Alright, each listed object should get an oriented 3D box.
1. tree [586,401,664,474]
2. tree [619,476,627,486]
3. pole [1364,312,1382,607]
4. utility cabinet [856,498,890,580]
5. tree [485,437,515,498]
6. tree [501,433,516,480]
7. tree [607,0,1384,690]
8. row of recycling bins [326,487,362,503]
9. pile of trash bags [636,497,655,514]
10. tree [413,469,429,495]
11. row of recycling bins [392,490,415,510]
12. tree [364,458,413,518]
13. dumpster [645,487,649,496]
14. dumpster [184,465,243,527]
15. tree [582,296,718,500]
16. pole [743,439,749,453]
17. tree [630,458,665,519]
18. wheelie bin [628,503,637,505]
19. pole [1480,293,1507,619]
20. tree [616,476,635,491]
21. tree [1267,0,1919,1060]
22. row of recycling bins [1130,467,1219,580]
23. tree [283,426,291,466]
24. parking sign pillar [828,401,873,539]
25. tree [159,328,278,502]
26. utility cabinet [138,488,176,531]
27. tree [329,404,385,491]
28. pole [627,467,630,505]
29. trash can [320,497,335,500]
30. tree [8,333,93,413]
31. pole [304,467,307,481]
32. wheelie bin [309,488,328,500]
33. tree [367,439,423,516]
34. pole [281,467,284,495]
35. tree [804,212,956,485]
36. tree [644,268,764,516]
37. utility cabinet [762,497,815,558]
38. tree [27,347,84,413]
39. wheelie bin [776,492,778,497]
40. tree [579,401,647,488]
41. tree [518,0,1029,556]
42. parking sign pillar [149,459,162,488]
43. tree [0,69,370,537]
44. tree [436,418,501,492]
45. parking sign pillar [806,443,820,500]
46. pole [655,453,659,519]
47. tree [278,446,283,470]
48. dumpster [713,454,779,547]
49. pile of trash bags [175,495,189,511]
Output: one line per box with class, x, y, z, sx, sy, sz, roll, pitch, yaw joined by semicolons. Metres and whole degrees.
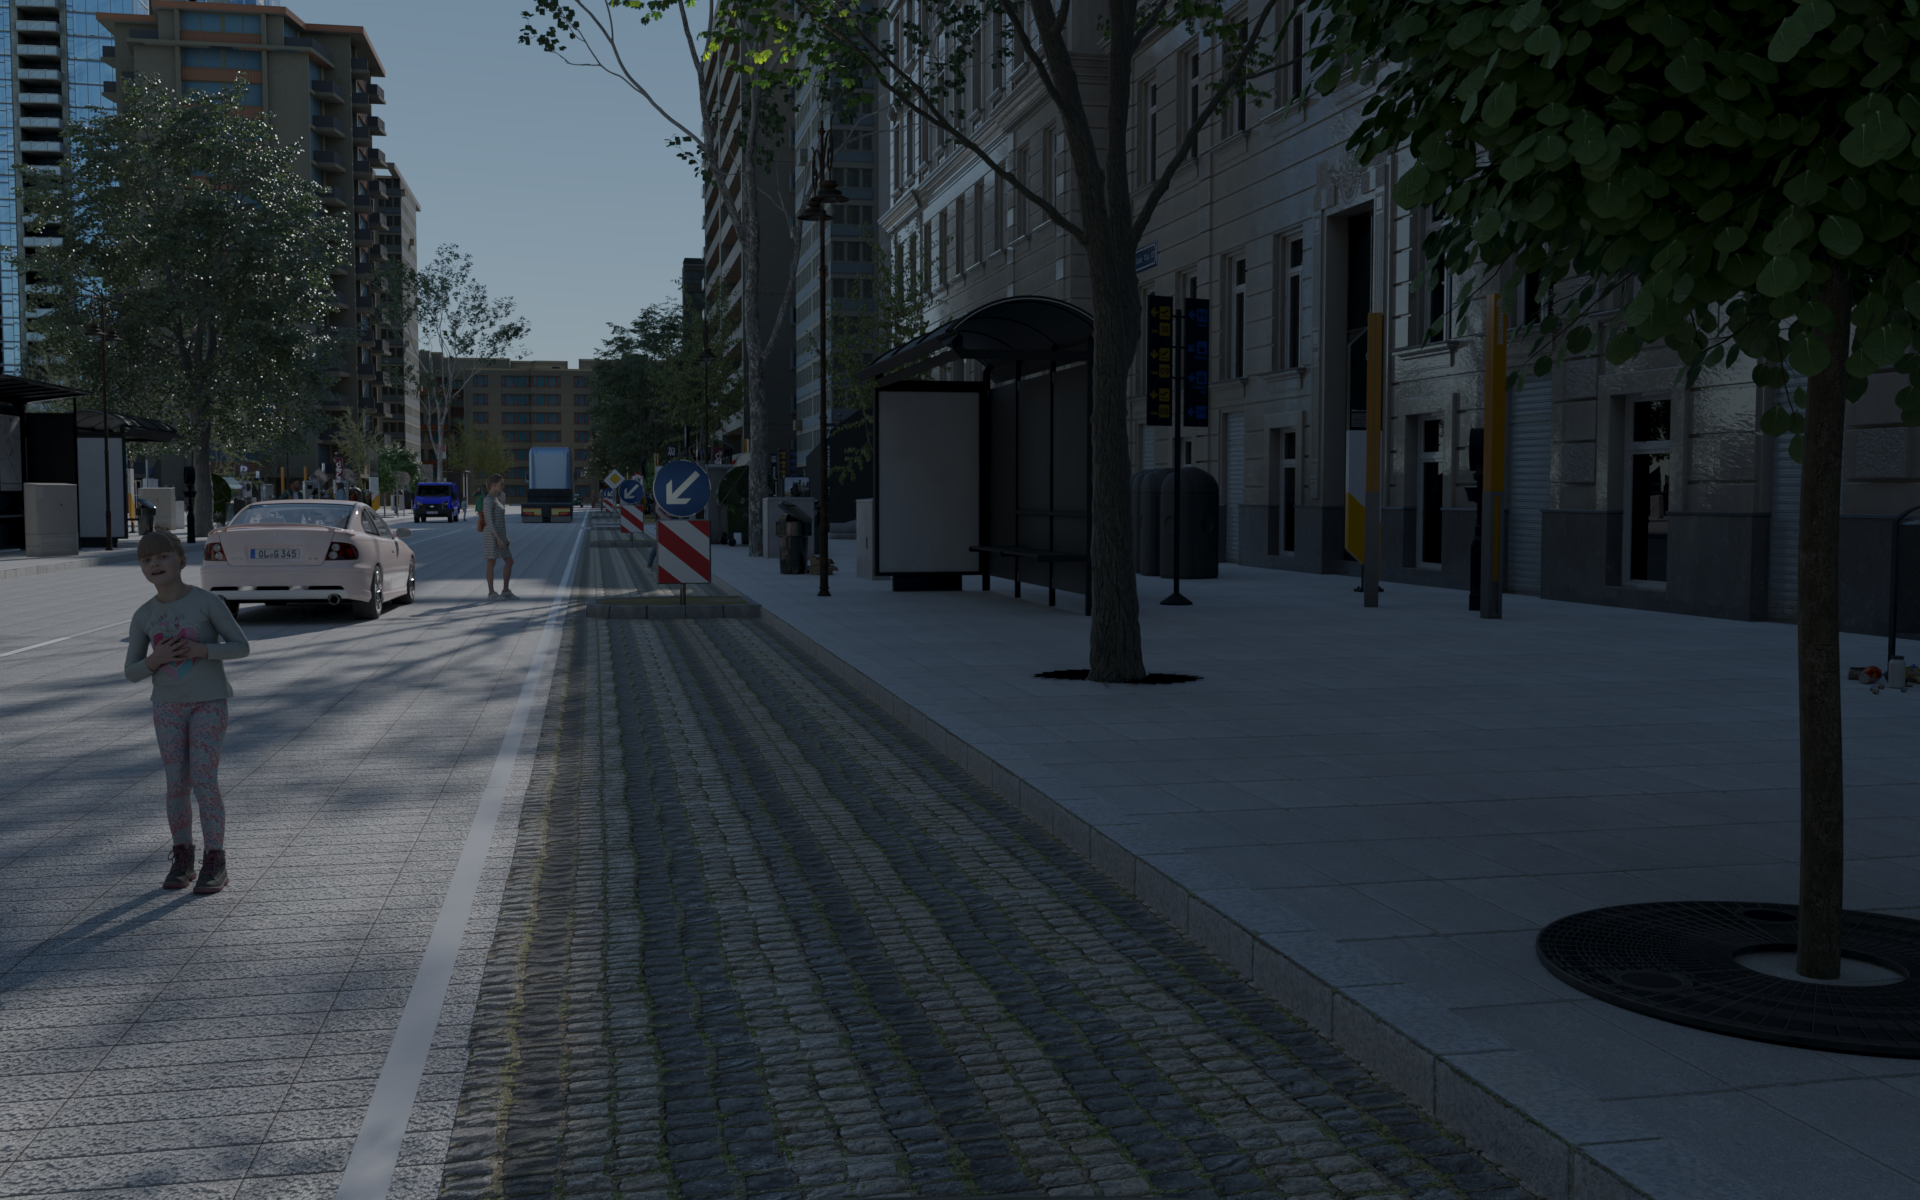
tree;-31.178;-14.132;165.466;7.601;10.594;8.767;2;4;30
tree;-27.257;-9.049;142.552;1.663;3.219;1.824;0;3;0
pole;4.672;-1.575;19.594;0.158;3.312;0.155;0;3;0
utility cabinet;-1.322;-0.920;26.199;0.306;1.237;1.020;-1;4;-17
tree;-56.583;-15.993;211.855;4.360;8.622;3.978;0;3;0
tree;-49.940;-14.109;181.038;4.737;8.622;4.395;0;3;0
tree;1.001;-5.259;11.743;9.928;11.665;9.643;0;3;0
row of recycling bins;-38.436;-6.178;108.130;3.534;1.692;1.069;3;5;42
pile of trash bags;-19.191;-6.136;110.079;1.912;1.369;3.447;2;4;23
tree;-35.456;-7.220;112.645;1.663;3.219;1.824;0;3;0
row of recycling bins;-45.711;-8.377;144.081;1.069;1.692;3.534;2;4;33
tree;-30.812;-6.017;92.973;1.663;3.219;1.824;0;3;0
dumpster;-25.723;-8.398;139.796;1.502;2.255;1.985;-1;4;-12
dumpster;-24.991;-3.394;57.978;1.502;2.255;1.985;-1;4;-12
tree;-20.081;-12.601;112.685;9.857;13.997;8.962;0;3;0
pole;-7.901;-4.296;64.081;0.158;3.312;0.155;0;3;0
tree;-16.109;-5.894;90.972;1.663;3.219;1.824;0;3;0
wheelie bin;-23.308;-7.063;123.392;0.693;1.594;0.980;2;4;32
pole;5.473;-1.462;17.750;0.158;3.312;0.155;0;3;0
tree;-42.066;-16.147;214.357;4.360;8.622;3.978;0;3;0
tree;2.368;-1.273;4.520;4.285;4.588;4.351;0;3;0
row of recycling bins;3.293;-1.258;27.677;1.069;1.692;3.534;0;4;-7
tree;-56.797;-11.680;141.338;4.360;8.622;3.978;0;3;0
parking sign pillar;-3.056;-3.733;49.502;1.447;3.967;1.447;0;4;7
tree;-32.985;-7.681;75.943;4.360;8.622;3.978;0;3;0
utility cabinet;-27.840;-3.141;60.027;1.173;1.500;0.318;0;4;5
tree;-49.300;-11.711;141.833;4.360;8.622;3.978;0;3;0
pole;-24.140;-8.089;126.103;0.158;3.312;0.155;0;3;0
trash can;-26.926;-3.811;73.961;0.748;1.137;0.748;0;3;0
tree;-53.083;-10.208;101.315;7.601;10.594;8.767;-1;4;-11
pole;-48.631;-8.249;128.716;0.158;3.312;0.155;0;3;0
wheelie bin;-31.618;-4.744;85.466;0.693;1.594;0.980;1;4;20
tree;-33.874;-7.344;103.795;4.285;4.588;4.351;0;3;0
pole;-51.317;-8.404;131.249;0.158;3.312;0.155;0;3;0
tree;-1.917;-5.828;45.649;4.737;8.622;4.395;0;3;0
tree;-8.371;-6.515;56.888;4.737;8.622;4.395;0;3;0
utility cabinet;-3.464;-1.458;34.994;1.020;1.237;0.306;-2;4;-29
tree;-43.739;-8.139;83.436;4.360;8.622;3.978;0;3;0
wheelie bin;-12.210;-6.404;112.619;0.980;1.594;0.693;-2;4;-30
tree;-38.240;-17.048;195.739;9.611;12.733;9.660;0;3;0
tree;-4.804;-10.880;33.779;12.611;20.169;13.585;0;3;0
parking sign pillar;-57.721;-8.304;124.236;1.447;3.967;1.447;0;4;-6
tree;-22.673;-8.845;51.269;9.857;13.997;8.962;0;3;0
tree;-46.876;-13.009;163.058;4.737;8.622;4.395;0;3;0
parking sign pillar;-6.952;-5.891;84.782;1.447;3.967;1.447;3;5;42
pole;-15.146;-5.671;86.559;0.158;3.312;0.155;0;3;0
tree;-39.600;-8.799;94.231;4.360;8.622;3.978;0;3;0
dumpster;-5.318;-2.477;42.987;1.502;2.255;1.985;-1;4;-12
pile of trash bags;-60.508;-7.693;135.531;1.912;1.369;3.447;2;4;23
